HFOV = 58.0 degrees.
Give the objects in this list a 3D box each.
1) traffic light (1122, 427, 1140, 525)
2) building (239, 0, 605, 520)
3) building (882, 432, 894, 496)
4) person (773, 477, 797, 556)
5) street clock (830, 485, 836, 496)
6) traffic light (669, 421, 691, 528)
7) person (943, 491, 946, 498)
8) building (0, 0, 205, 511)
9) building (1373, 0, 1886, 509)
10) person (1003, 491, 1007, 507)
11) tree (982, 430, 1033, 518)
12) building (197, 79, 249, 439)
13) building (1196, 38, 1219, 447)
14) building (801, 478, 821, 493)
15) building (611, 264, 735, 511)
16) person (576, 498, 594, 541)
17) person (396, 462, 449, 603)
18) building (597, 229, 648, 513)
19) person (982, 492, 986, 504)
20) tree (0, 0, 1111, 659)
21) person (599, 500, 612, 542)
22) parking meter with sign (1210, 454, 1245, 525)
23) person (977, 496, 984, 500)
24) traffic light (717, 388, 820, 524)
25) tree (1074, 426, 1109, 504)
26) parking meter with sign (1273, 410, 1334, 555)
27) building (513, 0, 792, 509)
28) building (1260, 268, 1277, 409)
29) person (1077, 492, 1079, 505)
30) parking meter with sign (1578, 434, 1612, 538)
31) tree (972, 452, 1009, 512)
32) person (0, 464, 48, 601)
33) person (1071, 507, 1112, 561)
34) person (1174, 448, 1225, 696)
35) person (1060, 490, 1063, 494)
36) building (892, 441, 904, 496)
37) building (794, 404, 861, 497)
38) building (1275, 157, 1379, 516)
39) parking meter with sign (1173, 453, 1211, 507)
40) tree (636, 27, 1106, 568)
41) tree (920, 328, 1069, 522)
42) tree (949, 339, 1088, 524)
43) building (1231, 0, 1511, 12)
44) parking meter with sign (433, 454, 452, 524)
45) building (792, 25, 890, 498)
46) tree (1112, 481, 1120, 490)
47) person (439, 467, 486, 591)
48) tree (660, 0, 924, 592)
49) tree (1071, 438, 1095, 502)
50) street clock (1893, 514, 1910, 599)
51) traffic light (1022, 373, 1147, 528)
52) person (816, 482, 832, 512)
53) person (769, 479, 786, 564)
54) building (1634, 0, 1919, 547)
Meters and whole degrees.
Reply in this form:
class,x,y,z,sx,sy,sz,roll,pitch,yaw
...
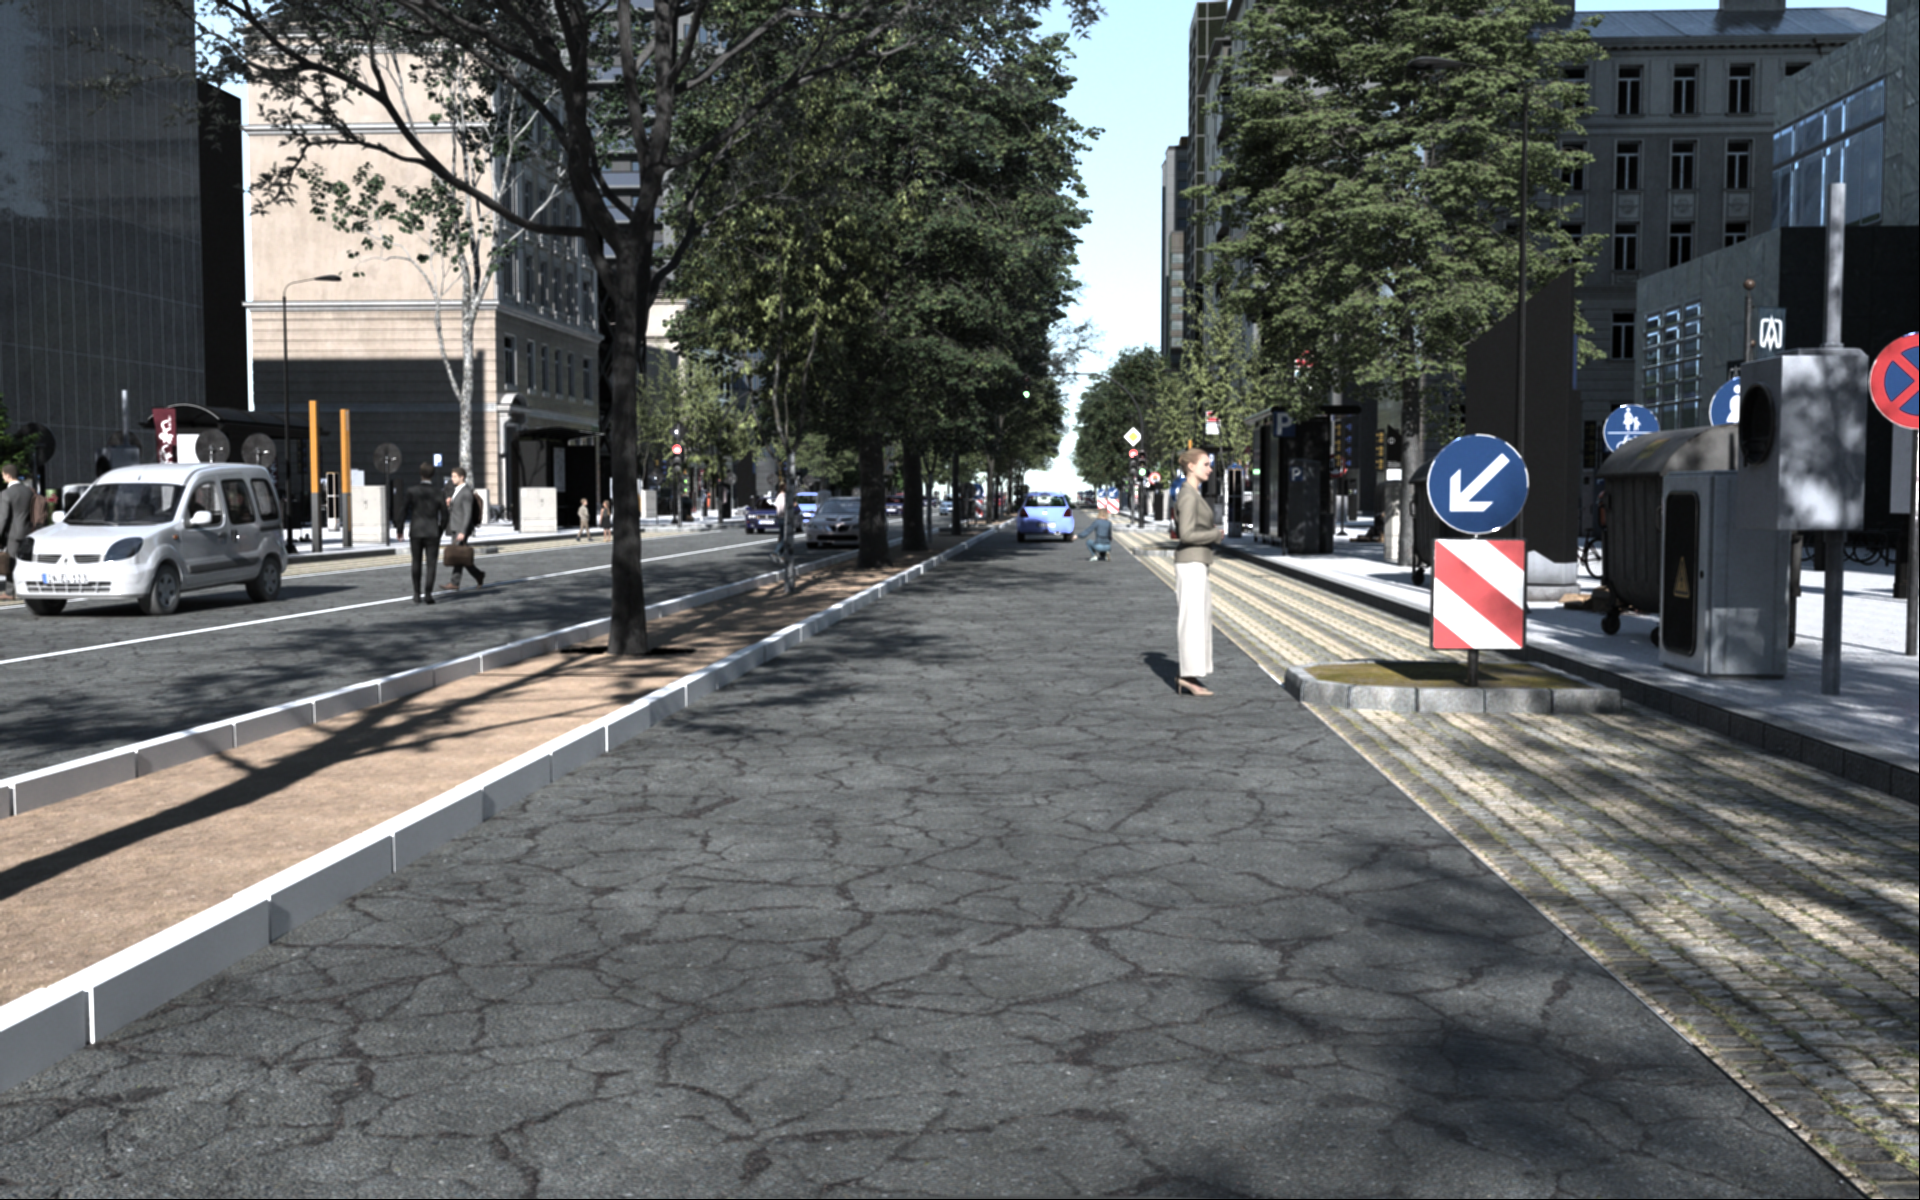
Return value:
class,x,y,z,sx,sy,sz,roll,pitch,yaw
traffic light,7.267,-5.139,72.937,0.839,4.253,0.868,0,4,3
building,-28.793,-18.985,96.307,13.634,28.700,20.117,0,4,3
building,-18.561,-38.971,287.293,14.600,45.320,14.200,0,4,3
person,-4.040,-1.934,40.094,0.573,1.828,0.580,-1,4,-14
street clock,-10.025,-8.073,136.566,0.471,2.002,0.358,3,4,38
traffic light,-10.689,-4.714,65.986,0.839,4.253,0.868,0,4,3
person,-1.852,-12.213,208.187,0.705,1.824,1.348,0,4,4
building,-34.805,-14.212,50.396,19.932,24.808,12.078,0,4,3
building,34.410,-17.738,87.283,25.104,27.353,12.463,0,4,3
person,5.143,-11.584,198.621,0.721,1.735,1.217,-1,4,-17
tree,2.504,-9.175,102.838,4.360,8.622,3.978,0,3,0
building,-48.489,-16.043,91.976,15.834,23.373,12.332,0,4,3
building,42.188,-37.164,196.867,28.713,52.752,27.495,0,4,3
building,-32.025,-30.542,191.238,32.217,40.220,23.993,0,4,3
building,-24.530,-16.773,138.860,10.561,19.102,19.286,0,4,3
person,-11.383,-2.424,52.399,0.475,1.303,0.640,2,4,32
person,-7.048,-0.886,22.759,0.659,1.850,0.755,-1,4,-16
building,-29.761,-15.174,115.540,16.820,18.784,16.811,0,4,3
person,3.502,-15.023,253.998,0.709,1.838,0.599,0,4,2
tree,-3.001,-6.265,15.264,12.009,13.543,11.850,0,3,0
person,-10.537,-2.340,51.427,0.362,1.253,0.373,-3,5,-44
parking meter with sign,11.416,-4.624,71.859,1.738,3.016,0.543,0,4,1
person,1.669,-9.497,163.804,1.348,1.821,0.705,0,4,3
traffic light,-8.121,-6.067,73.869,4.771,5.953,1.251,0,4,3
tree,19.499,-19.824,242.254,7.486,12.596,7.792,0,3,0
parking meter with sign,7.364,-2.486,36.913,0.543,3.016,1.738,3,5,42
building,-28.375,-38.037,163.905,21.231,58.520,28.212,0,4,3
building,31.165,-18.905,138.773,12.332,23.373,15.834,0,4,3
person,14.499,-12.382,211.655,0.721,1.736,1.217,0,4,8
parking meter with sign,18.676,-3.345,50.957,0.543,3.016,1.738,-1,4,-10
tree,-0.923,-5.983,50.643,4.737,8.622,4.395,0,3,0
person,-12.541,-0.896,23.114,0.822,1.834,0.622,0,4,7
person,2.904,-1.419,37.203,1.012,1.151,0.738,-1,4,-14
person,1.697,-0.199,12.304,0.362,1.759,0.519,0,4,7
person,10.873,-10.995,188.142,0.709,1.838,0.599,3,5,40
building,-16.320,-37.788,301.427,14.154,41.232,14.086,0,4,3
building,-20.127,-29.379,252.039,14.160,30.474,14.107,0,4,3
building,29.808,-18.131,115.507,14.314,24.678,30.058,0,4,3
parking meter with sign,10.075,-4.814,74.971,1.738,3.016,0.543,2,4,32
tree,-1.657,-7.588,33.173,9.857,13.997,8.962,0,3,0
tree,1.613,-10.189,87.179,7.486,12.596,7.792,0,3,0
tree,1.286,-8.731,79.617,8.767,10.594,7.601,0,4,3
building,40.956,-35.429,168.499,28.713,52.752,27.495,0,4,3
parking meter with sign,-22.152,-4.865,75.796,0.543,3.016,1.738,2,4,32
building,-21.571,-50.809,268.984,20.563,71.187,20.611,0,4,3
tree,15.471,-10.406,164.741,1.663,3.219,1.824,0,3,0
person,-7.375,-1.057,25.742,0.822,1.834,0.622,-3,5,-41
tree,-2.499,-4.422,25.117,4.737,8.622,4.395,0,3,0
tree,21.447,-21.332,274.534,9.928,11.665,9.643,0,3,0
street clock,11.601,-1.019,21.225,0.358,2.002,0.471,1,4,10
traffic light,4.699,-5.522,64.948,4.771,5.953,1.251,0,4,3
person,-4.396,-2.946,56.542,0.514,1.842,0.818,-2,4,-27
person,-3.676,-1.617,35.610,0.598,1.740,0.731,-3,5,-41
building,30.596,-44.109,33.860,22.319,86.520,31.000,0,4,3
